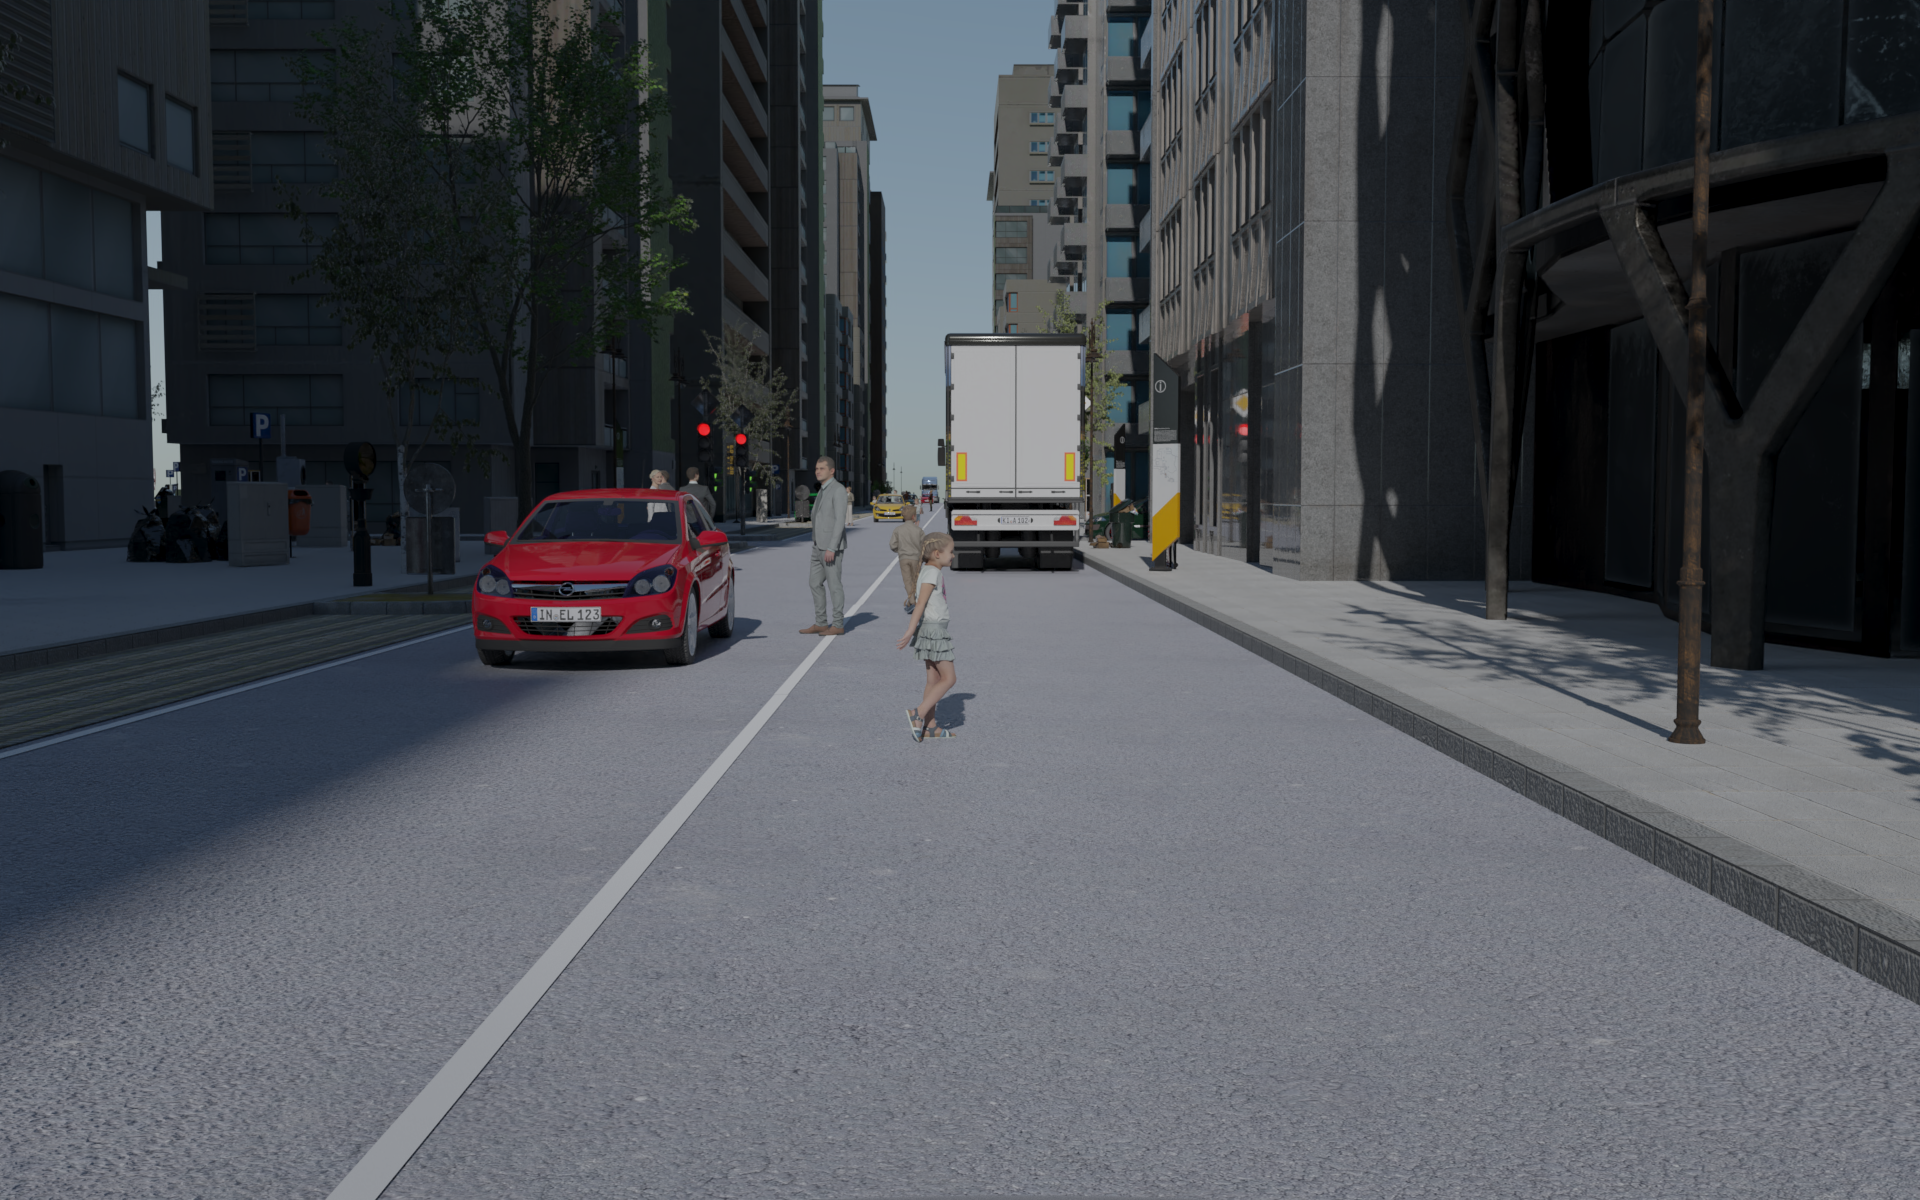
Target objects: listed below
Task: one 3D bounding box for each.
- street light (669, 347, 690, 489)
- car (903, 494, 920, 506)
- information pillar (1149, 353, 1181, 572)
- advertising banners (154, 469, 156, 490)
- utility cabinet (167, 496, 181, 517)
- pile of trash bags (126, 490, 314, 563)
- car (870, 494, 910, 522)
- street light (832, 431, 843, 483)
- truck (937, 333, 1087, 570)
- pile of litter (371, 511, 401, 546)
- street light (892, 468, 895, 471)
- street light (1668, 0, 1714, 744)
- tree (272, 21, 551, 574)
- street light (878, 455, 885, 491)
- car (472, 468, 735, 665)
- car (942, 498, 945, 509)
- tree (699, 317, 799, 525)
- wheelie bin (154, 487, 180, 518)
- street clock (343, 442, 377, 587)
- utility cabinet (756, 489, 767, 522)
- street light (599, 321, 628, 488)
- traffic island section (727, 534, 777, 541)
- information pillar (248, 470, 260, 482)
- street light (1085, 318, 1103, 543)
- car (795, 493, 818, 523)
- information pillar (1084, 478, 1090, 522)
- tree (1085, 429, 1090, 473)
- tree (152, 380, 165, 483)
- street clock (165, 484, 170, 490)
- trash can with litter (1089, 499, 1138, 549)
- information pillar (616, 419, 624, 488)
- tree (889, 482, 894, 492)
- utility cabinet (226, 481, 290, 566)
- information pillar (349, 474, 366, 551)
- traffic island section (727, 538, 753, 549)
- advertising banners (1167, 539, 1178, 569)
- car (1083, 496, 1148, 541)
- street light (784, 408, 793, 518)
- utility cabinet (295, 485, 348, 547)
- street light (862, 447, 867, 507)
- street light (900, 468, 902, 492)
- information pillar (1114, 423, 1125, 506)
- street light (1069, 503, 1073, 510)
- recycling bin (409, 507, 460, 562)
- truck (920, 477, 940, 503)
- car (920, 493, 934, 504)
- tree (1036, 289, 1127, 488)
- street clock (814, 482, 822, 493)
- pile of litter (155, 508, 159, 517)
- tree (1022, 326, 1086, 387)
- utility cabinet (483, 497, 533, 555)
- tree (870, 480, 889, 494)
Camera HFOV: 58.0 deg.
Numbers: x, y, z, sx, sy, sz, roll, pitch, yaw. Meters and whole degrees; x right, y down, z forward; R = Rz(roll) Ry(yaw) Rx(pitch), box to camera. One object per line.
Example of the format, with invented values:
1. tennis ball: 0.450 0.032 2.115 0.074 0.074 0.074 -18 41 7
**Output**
1. street light: -8.829 -5.002 54.570 0.468 5.910 1.993 0 4 0
2. car: -4.526 -8.895 155.215 2.009 1.686 4.222 0 4 1
3. information pillar: 3.402 -2.281 28.649 0.504 3.616 0.183 3 4 36
4. advertising banners: -55.132 -7.459 118.147 0.090 3.025 2.074 -3 4 -39
5. utility cabinet: -33.519 -3.876 74.535 1.020 1.237 0.306 -1 4 -10
6. pile of trash bags: -14.190 -1.461 33.640 1.912 1.369 3.447 3 4 39
7. car: -3.568 -4.798 88.678 2.015 1.641 3.980 0 4 -1
8. street light: -9.123 -9.659 130.705 0.468 5.910 1.993 0 4 0
9. truck: 0.928 -2.867 35.783 2.839 4.237 11.283 0 4 0
10. pile of litter: -14.292 -1.785 43.144 1.176 0.858 1.719 -2 4 -30
11. street light: -9.558 -17.013 250.949 0.468 5.910 1.993 0 4 0
12. street light: 3.761 -2.201 8.781 0.468 5.910 1.993 0 4 0
13. tree: -8.803 -4.715 27.456 4.360 8.622 3.978 0 3 0
14. street light: -9.530 -14.792 214.637 0.468 5.910 1.993 0 4 0
15. car: -3.145 -0.416 15.845 2.155 1.783 4.494 0 4 -1
16. car: -0.689 -9.519 165.423 2.009 1.686 4.222 0 3 0
17. tree: -8.940 -7.433 71.899 4.360 8.622 3.978 0 3 0
18. wheelie bin: -34.902 -4.166 76.030 0.693 1.594 0.980 0 4 -7
19. street clock: -8.301 -1.189 24.016 0.358 2.002 0.471 1 4 13
20. utility cabinet: -9.006 -4.286 78.752 0.318 1.500 1.173 -1 4 -16
21. street light: -8.814 -4.366 44.177 0.468 5.910 1.993 0 4 0
22. traffic island section: -6.793 -1.943 54.048 2.009 0.180 2.903 0 4 0
23. information pillar: -22.029 -3.031 54.056 0.304 2.012 0.304 -3 5 -45
24. street light: 3.465 -4.455 45.624 0.468 5.910 1.993 0 4 0
25. car: -6.600 -4.367 80.194 1.959 1.807 4.718 0 4 1
26. information pillar: 5.944 -4.640 80.358 0.304 2.012 0.304 -1 4 -11
27. tree: 3.840 -5.296 70.298 4.285 4.588 4.351 0 3 0
28. tree: -33.230 -7.167 67.542 4.737 8.622 4.395 0 3 0
29. street clock: -58.055 -7.486 126.965 0.358 2.002 0.471 0 4 6
30. trash can with litter: 3.620 -1.801 40.836 1.055 1.170 0.624 -1 4 -22
31. information pillar: -10.496 -3.786 53.257 0.183 3.616 0.504 1 4 15
32. tree: -9.987 -14.198 226.732 1.663 3.219 1.824 0 3 0
33. utility cabinet: -12.496 -1.358 30.878 0.318 1.500 1.173 1 4 21
34. information pillar: -13.502 -2.099 38.815 0.304 2.012 0.304 -2 4 -30
35. traffic island section: -6.759 -1.455 46.063 2.009 0.180 2.903 0 4 0
36. advertising banners: 3.680 -2.089 30.346 0.090 3.025 2.074 0 4 1
37. car: 5.681 -2.470 50.172 4.222 1.686 2.009 0 4 -1
38. street light: -9.006 -7.223 90.881 0.468 5.910 1.993 0 4 0
39. utility cabinet: -15.393 -2.024 41.766 1.173 1.500 0.318 1 4 10
40. street light: -9.273 -11.879 167.017 0.468 5.910 1.993 0 4 0
41. street light: -9.745 -19.251 287.538 0.468 5.910 1.993 0 4 0
42. information pillar: 5.283 -4.031 57.265 0.504 3.616 0.183 -3 5 -43
43. street light: 3.566 -5.063 55.569 0.468 5.910 1.993 0 4 0
44. recycling bin: -9.892 -1.222 32.530 0.722 1.027 0.722 3 5 40
45. truck: -4.617 -17.402 274.287 2.967 4.110 18.799 0 4 0
46. car: -4.603 -14.315 243.087 2.155 1.783 4.494 0 4 0
47. tree: 4.138 -6.800 61.545 4.737 8.622 4.395 0 3 0
48. street clock: -8.674 -6.186 105.705 0.471 2.002 0.358 -2 4 -30
49. pile of litter: -29.506 -3.054 63.899 1.176 0.858 1.719 1 4 17
50. tree: 3.653 -7.633 75.155 4.360 8.622 3.978 0 3 0
51. utility cabinet: -9.663 -1.586 37.095 1.020 1.237 0.306 -3 5 -44
52. tree: -10.100 -13.326 212.476 1.663 3.219 1.824 0 3 0
